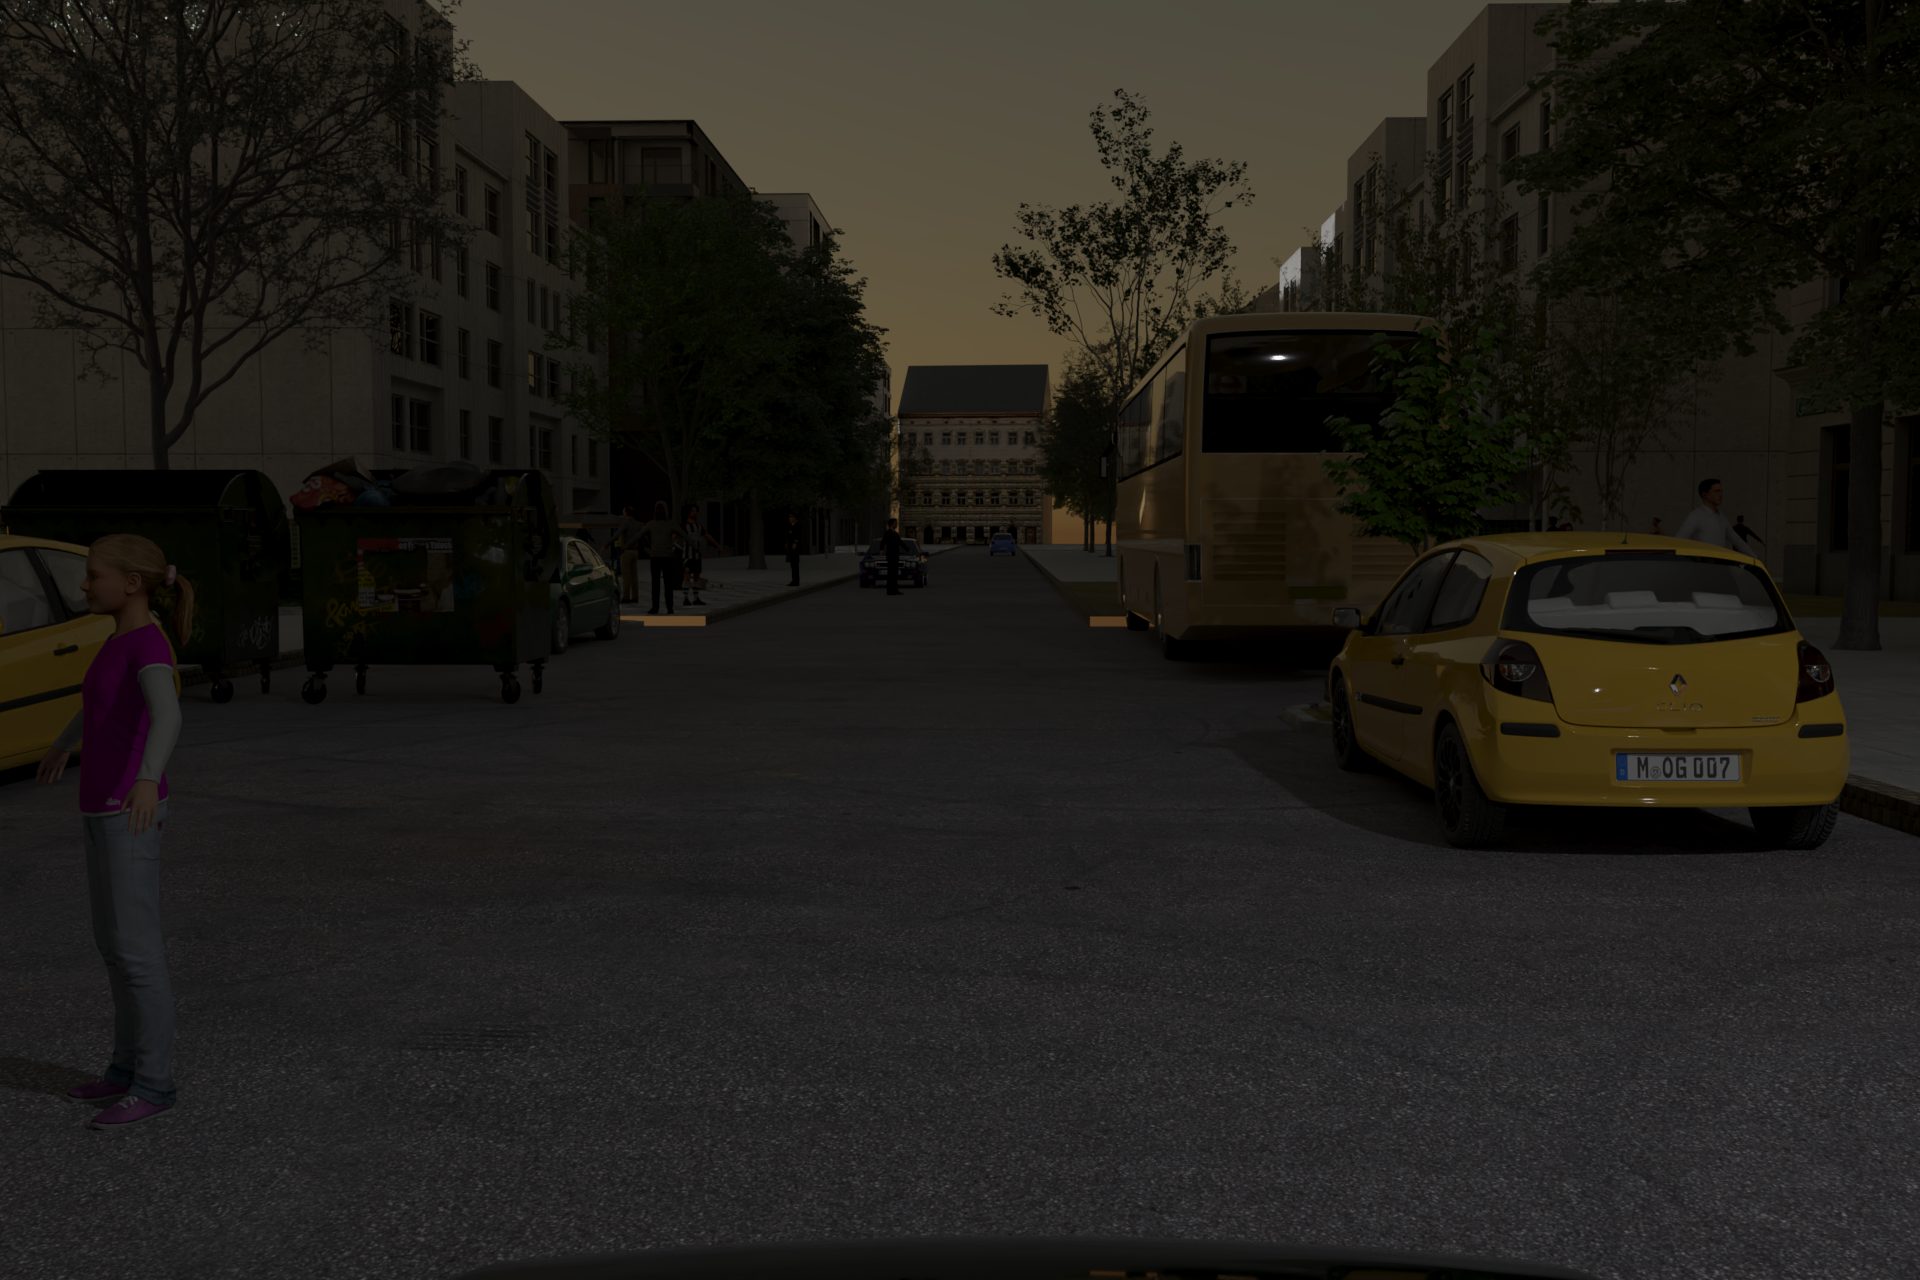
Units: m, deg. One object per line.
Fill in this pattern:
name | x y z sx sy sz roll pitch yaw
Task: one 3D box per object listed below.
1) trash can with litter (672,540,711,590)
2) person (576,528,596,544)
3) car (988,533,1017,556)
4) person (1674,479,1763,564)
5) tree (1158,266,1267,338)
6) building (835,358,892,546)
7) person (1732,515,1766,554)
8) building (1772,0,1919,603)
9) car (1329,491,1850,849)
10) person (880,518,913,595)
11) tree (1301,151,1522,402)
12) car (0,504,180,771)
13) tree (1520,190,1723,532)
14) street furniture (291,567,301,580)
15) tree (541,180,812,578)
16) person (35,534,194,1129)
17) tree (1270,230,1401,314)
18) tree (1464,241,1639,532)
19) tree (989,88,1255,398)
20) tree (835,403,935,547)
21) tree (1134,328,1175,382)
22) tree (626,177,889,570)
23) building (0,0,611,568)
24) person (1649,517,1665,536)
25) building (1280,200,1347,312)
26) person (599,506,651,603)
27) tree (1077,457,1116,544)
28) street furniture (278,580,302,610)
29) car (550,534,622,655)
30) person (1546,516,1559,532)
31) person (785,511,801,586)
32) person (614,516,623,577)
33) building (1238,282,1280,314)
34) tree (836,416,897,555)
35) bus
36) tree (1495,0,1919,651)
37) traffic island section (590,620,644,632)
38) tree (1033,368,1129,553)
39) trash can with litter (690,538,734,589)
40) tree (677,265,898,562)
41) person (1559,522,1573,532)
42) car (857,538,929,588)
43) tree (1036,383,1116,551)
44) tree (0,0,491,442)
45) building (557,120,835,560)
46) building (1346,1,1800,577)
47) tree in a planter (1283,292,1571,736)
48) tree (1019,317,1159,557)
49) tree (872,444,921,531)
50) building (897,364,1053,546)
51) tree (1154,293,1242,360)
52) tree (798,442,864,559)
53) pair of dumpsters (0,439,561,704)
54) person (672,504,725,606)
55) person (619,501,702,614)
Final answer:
trash can with litter | -6.247 -1.736 39.775 1.055 1.170 0.624 0 4 2
person | -13.438 -3.410 61.947 0.705 1.806 1.347 1 4 18
car | 2.815 -6.424 114.623 1.945 1.707 3.694 0 4 1
person | 7.215 -0.641 16.634 1.344 1.810 0.704 -2 4 -29
tree | 7.105 -6.013 48.668 4.737 8.622 4.395 0 3 0
building | -22.973 -21.749 199.563 27.936 21.610 32.646 0 4 2
person | 21.976 -2.608 48.786 1.346 1.812 0.704 3 5 43
building | 25.259 -14.603 15.182 17.030 29.872 44.131 0 4 1
car | 3.115 0.056 9.316 2.015 1.641 3.980 0 4 1
person | -1.553 -1.965 40.767 0.705 1.806 1.347 2 4 30
tree | 8.633 -5.027 32.546 4.737 8.622 4.395 0 3 0
car | -5.928 0.043 9.513 2.015 1.641 3.980 0 4 1
tree | 14.004 -5.365 38.081 4.360 8.622 3.978 0 3 0
street furniture | -14.441 -1.835 45.621 5.734 0.657 10.072 0 4 7
tree | -8.198 -7.622 50.381 9.928 11.665 9.643 0 3 0
person | -2.117 0.456 4.267 0.599 1.433 0.991 -3 4 -39
tree | 9.302 -5.629 42.400 4.360 8.622 3.978 0 3 0
tree | 14.731 -5.709 43.705 4.737 8.622 4.395 0 3 0
tree | 6.941 -13.506 76.717 12.611 20.169 13.585 0 3 0
tree | -6.315 -11.612 124.265 8.767 10.594 7.601 -2 4 -25
tree | 7.585 -6.890 63.018 4.360 8.622 3.978 0 3 0
tree | -7.351 -9.517 62.252 9.857 13.997 8.962 0 3 0
building | -25.759 -12.336 68.146 16.747 18.905 31.486 0 4 2
person | 18.611 -2.432 46.560 0.721 1.733 1.217 -1 4 -13
building | 29.037 -14.242 99.314 16.747 18.905 31.486 0 4 2
person | -6.173 -1.586 32.208 0.705 1.796 1.348 2 4 31
tree | 18.923 -19.184 220.315 9.857 13.997 8.962 0 3 0
street furniture | -11.736 -1.067 33.077 5.734 0.657 10.072 -2 4 -26
car | -5.602 -0.632 22.130 2.131 1.459 4.920 0 4 1
person | 15.094 -2.305 44.408 1.216 1.740 0.721 -2 4 -34
person | -4.108 -2.248 42.695 0.705 1.837 1.347 -1 4 -13
person | -10.126 -2.805 51.824 0.705 1.833 1.349 0 4 4
building | 28.378 -19.396 148.049 19.493 23.208 18.063 0 4 2
tree | -6.127 -9.509 105.834 4.737 8.622 4.395 0 3 0
bus | 3.582 -1.896 22.550 2.896 3.916 12.252 0 4 2
tree | 10.037 -6.187 19.281 7.486 12.596 7.792 0 3 0
traffic island section | -5.895 -0.212 26.337 1.991 0.108 1.994 0 4 2
tree | 8.838 -12.277 118.850 7.486 12.596 7.792 0 3 0
trash can with litter | -6.182 -1.877 41.746 1.678 1.210 2.233 0 4 1
tree | -7.712 -10.503 78.379 9.857 13.997 8.962 0 3 0
person | 8.188 -0.862 23.302 0.989 1.438 0.599 -2 4 -32
car | -1.799 -2.130 47.406 1.945 1.354 3.894 0 4 1
tree | 9.140 -12.953 129.904 7.486 12.596 7.792 0 3 0
tree | -11.735 -7.038 25.440 12.009 13.543 11.850 0 3 0
building | -23.051 -15.807 102.422 27.936 21.610 32.646 0 4 2
building | 26.185 -12.224 66.313 16.747 18.905 31.486 0 4 2
tree in a planter | 3.472 -0.957 12.865 1.991 3.239 1.994 0 4 2
tree | 8.551 -11.448 97.552 12.009 13.543 11.850 0 3 0
tree | -5.714 -11.142 132.534 4.360 8.622 3.978 0 3 0
building | 2.329 -23.863 223.548 18.063 23.208 19.493 0 4 7
tree | 7.753 -6.344 54.089 4.737 8.622 4.395 0 3 0
tree | -6.967 -8.515 89.586 4.360 8.622 3.978 0 3 0
pair of dumpsters | -5.814 -0.615 15.004 4.436 2.255 1.574 0 4 2
person | -4.808 -1.530 31.154 0.704 1.843 1.345 3 5 43
person | -4.804 -1.329 27.853 1.348 1.813 0.705 0 4 3
